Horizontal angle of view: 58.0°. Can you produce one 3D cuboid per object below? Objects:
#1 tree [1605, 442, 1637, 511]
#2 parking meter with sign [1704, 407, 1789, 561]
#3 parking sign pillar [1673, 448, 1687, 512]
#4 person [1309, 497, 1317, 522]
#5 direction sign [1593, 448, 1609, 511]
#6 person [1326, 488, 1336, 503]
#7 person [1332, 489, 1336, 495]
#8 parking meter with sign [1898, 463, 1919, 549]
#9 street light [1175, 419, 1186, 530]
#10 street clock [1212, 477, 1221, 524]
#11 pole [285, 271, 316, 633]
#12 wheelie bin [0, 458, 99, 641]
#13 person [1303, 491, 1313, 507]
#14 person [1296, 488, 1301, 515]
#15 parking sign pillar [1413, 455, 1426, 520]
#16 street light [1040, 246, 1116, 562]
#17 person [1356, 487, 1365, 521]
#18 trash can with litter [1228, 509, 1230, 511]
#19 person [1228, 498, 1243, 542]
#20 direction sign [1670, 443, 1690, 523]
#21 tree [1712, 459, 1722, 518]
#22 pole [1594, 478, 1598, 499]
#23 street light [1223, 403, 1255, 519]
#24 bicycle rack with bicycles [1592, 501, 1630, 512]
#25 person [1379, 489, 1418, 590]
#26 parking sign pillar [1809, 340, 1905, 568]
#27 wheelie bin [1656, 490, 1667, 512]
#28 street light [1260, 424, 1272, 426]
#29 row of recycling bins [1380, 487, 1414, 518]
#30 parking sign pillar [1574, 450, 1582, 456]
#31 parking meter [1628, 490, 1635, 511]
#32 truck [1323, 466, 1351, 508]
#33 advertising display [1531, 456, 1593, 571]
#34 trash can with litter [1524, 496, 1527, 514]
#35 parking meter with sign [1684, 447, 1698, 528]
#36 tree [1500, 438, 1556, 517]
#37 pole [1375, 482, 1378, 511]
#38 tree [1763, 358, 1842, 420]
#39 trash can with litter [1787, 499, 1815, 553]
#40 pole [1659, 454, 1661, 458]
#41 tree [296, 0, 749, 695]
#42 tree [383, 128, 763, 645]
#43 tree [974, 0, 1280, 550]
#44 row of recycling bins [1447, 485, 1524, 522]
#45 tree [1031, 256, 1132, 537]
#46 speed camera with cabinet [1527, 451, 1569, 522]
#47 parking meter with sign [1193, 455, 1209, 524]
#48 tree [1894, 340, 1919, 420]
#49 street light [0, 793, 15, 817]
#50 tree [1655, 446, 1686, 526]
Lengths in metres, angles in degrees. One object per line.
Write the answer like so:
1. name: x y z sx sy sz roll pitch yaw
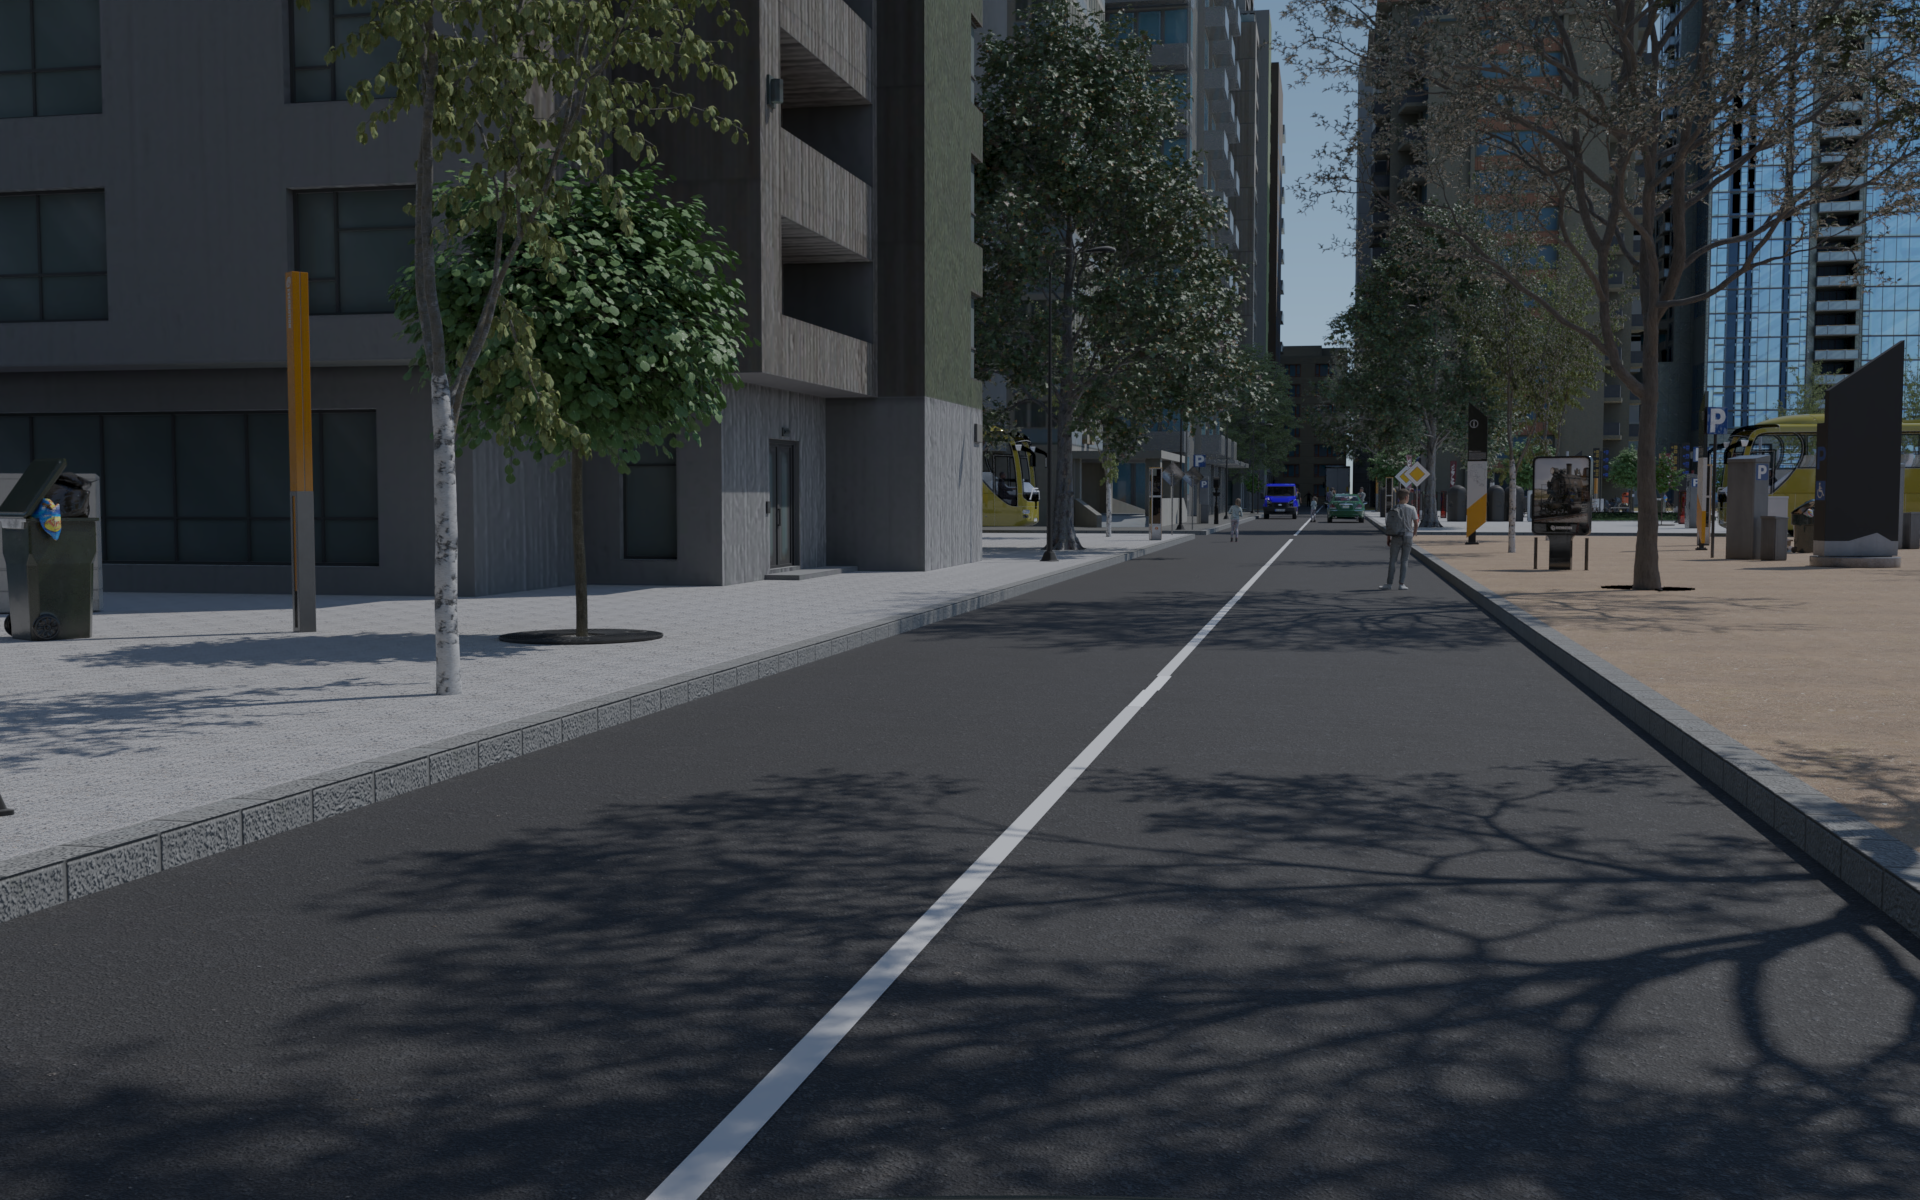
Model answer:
1. tree: 42.717 -7.719 109.921 4.285 4.588 4.351 0 3 0
2. parking meter with sign: 15.442 -2.306 33.957 0.543 3.016 1.738 -1 4 -23
3. parking sign pillar: 42.203 -6.911 101.464 1.447 3.967 1.447 1 4 10
4. person: 17.903 -4.592 87.862 0.394 1.301 0.425 3 4 37
5. direction sign: 31.482 -5.697 85.148 0.876 3.537 0.379 -1 4 -15
6. person: 21.331 -5.555 99.513 0.473 1.802 0.592 0 4 -3
7. person: 28.259 -7.463 130.765 0.600 1.795 0.529 0 4 -2
8. parking meter with sign: 21.477 -2.680 40.078 1.738 3.016 0.543 -1 4 -22
9. street light: 8.427 -5.457 61.770 1.470 5.913 1.316 1 4 12
10. street clock: 10.877 -4.213 73.448 0.358 2.002 0.471 1 4 15
11. pole: -6.100 -1.357 16.023 0.158 3.312 0.155 0 3 0
12. wheelie bin: -8.104 -0.459 15.419 0.980 1.594 0.693 3 5 40
13. person: 39.889 -11.589 198.121 1.348 1.807 0.705 0 4 -1
14. person: 22.824 -6.642 117.187 0.616 1.811 0.778 0 4 -7
15. parking sign pillar: 23.544 -6.079 87.869 1.447 3.967 1.447 -3 5 -43
16. street light: 2.232 -3.682 32.746 1.470 5.913 1.316 1 4 12
17. person: 21.450 -5.146 92.811 0.511 1.800 0.466 3 4 36
18. trash can with litter: 20.441 -7.587 135.101 1.678 1.210 2.233 -3 5 -40
19. person: 8.234 -2.392 51.883 0.425 1.301 0.394 0 4 -6
20. direction sign: 31.916 -5.191 76.862 0.876 3.537 0.379 0 4 -2
21. tree: 41.365 -6.118 94.639 1.663 3.219 1.824 0 3 0
22. pole: 42.485 -7.453 115.697 0.158 3.312 0.155 0 3 0
23. street light: 14.091 -7.056 87.900 1.470 5.913 1.316 1 4 12
24. bicycle rack with bicycles: 32.323 -4.531 87.456 2.925 0.926 2.852 -3 4 -37
25. person: 6.575 -0.909 25.961 0.503 1.515 0.523 -1 4 -16
26. parking sign pillar: 15.846 -2.574 30.554 1.447 3.967 1.447 0 4 1
27. wheelie bin: 34.663 -4.780 86.059 0.980 1.594 0.693 3 4 36
28. street light: 19.944 -8.688 114.589 1.470 5.913 1.316 1 4 12
29. row of recycling bins: 24.383 -5.406 95.497 3.534 1.692 1.069 -3 5 -40
30. parking sign pillar: 37.604 -7.235 106.762 1.447 3.967 1.447 0 4 -6
31. parking meter: 44.209 -6.463 114.074 0.372 1.533 0.369 0 3 0
32. truck: 38.703 -11.556 177.850 2.839 4.237 11.283 1 4 12
33. advertising display: 10.171 -1.472 29.283 0.974 1.923 0.123 3 4 35
34. trash can with litter: 38.506 -6.305 114.146 1.678 1.210 2.233 0 4 2
35. parking meter with sign: 27.501 -4.193 64.819 0.543 3.016 1.738 1 4 11
36. tree: 31.658 -6.897 96.483 4.285 4.588 4.351 0 3 0
37. pole: 31.099 -8.279 129.206 0.158 3.312 0.155 0 3 0
38. tree: 46.083 -8.821 94.584 4.737 8.622 4.395 0 3 0
39. trash can with litter: 18.245 -1.621 37.883 0.624 1.170 1.055 -3 4 -36
40. pole: 35.354 -5.722 87.397 0.158 3.312 0.155 0 3 0
41. tree: -3.044 -3.701 10.878 4.737 8.622 4.395 0 3 0
42. tree: -3.390 -1.936 15.366 4.285 4.588 4.351 0 3 0
43. tree: 2.507 -7.501 39.645 9.611 12.733 9.660 0 3 0
44. row of recycling bins: 24.449 -4.488 80.497 3.534 1.692 1.069 0 4 -4
45. tree: 4.226 -6.188 51.542 4.737 8.622 4.395 0 3 0
46. speed camera with cabinet: 27.391 -5.257 80.285 2.038 3.252 0.660 1 4 20
47. parking meter with sign: 10.597 -4.862 75.757 0.543 3.016 1.738 0 4 -1
48. tree: 45.360 -8.070 82.314 4.737 8.622 4.395 0 3 0
49. street light: -3.443 -2.084 6.618 1.470 5.913 1.316 1 4 12
50. tree: 28.602 -4.624 70.199 1.663 3.219 1.824 0 3 0
